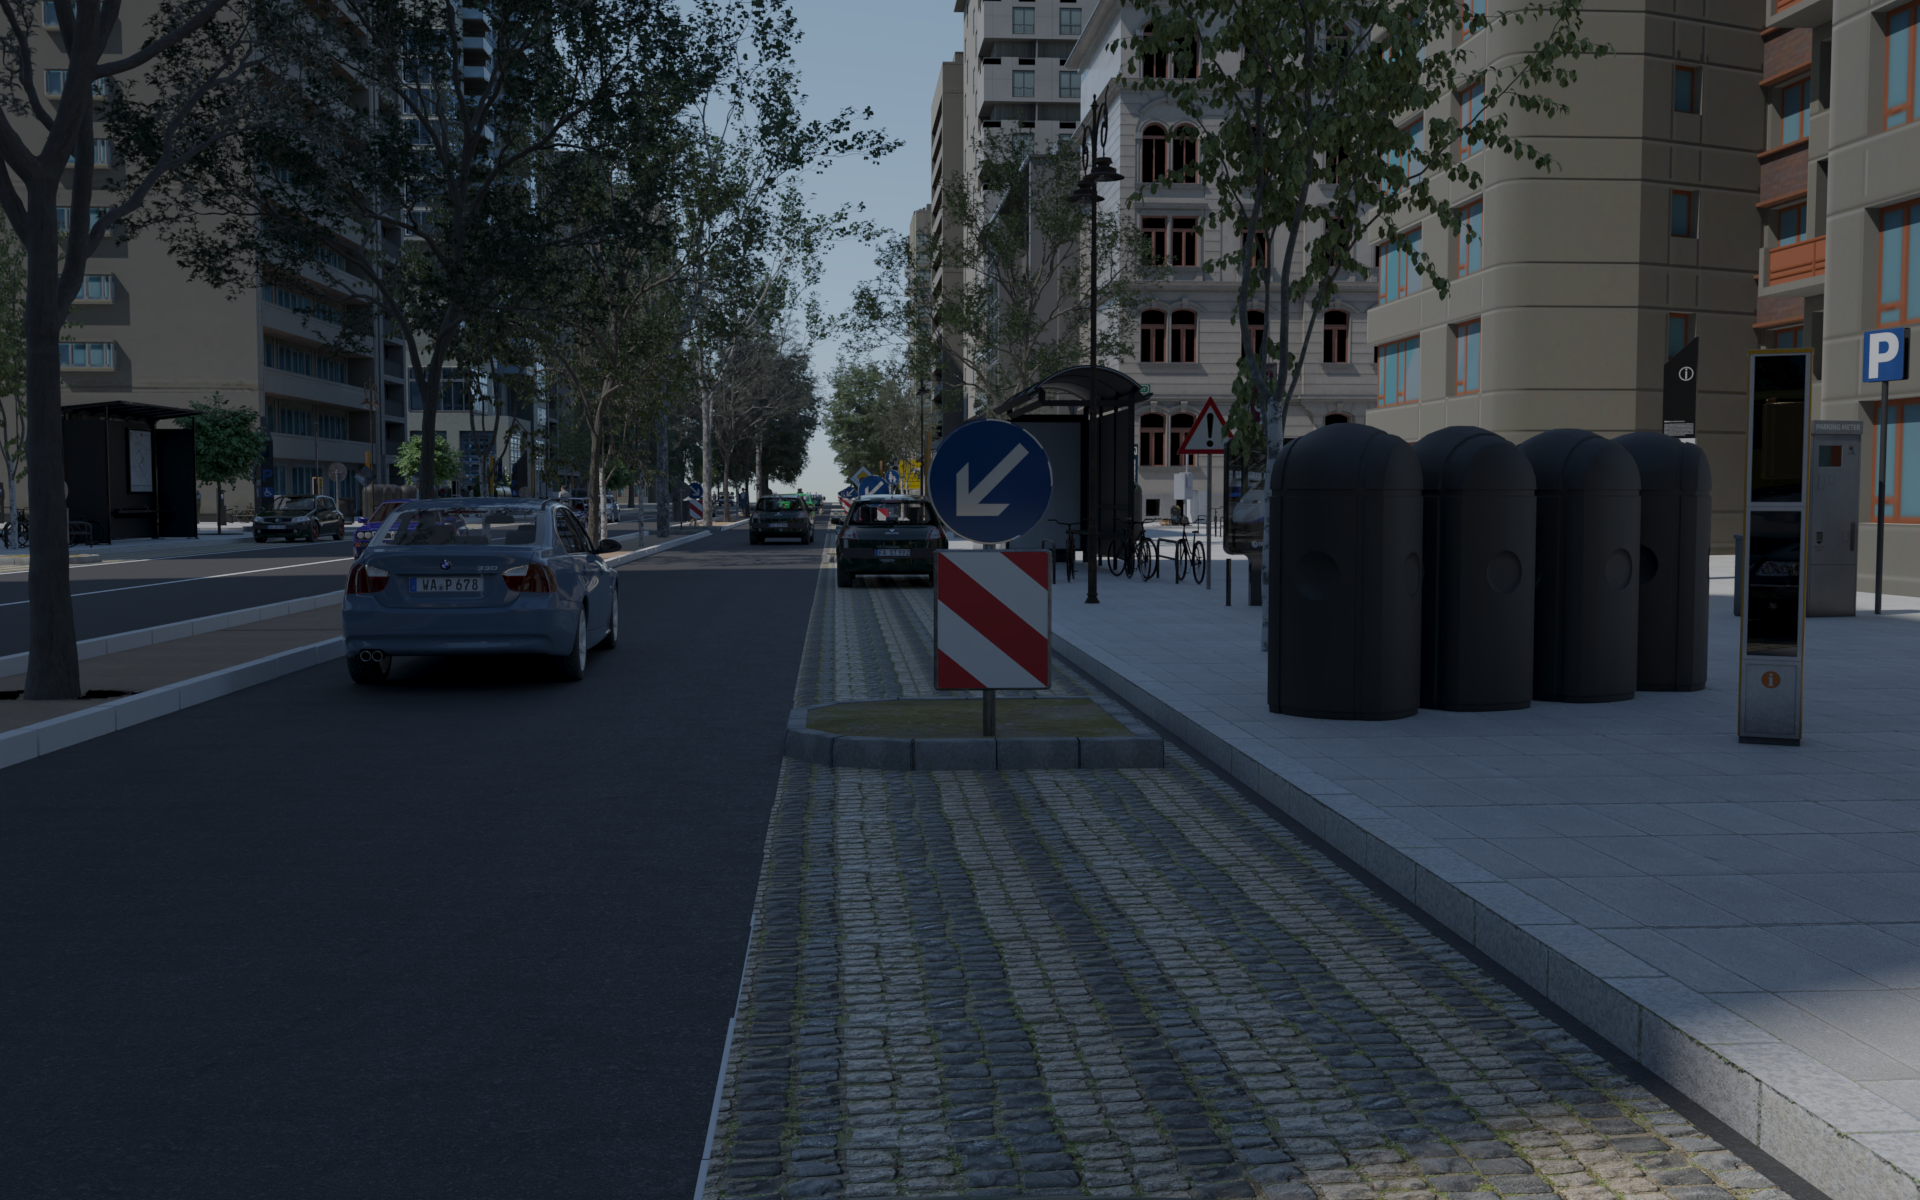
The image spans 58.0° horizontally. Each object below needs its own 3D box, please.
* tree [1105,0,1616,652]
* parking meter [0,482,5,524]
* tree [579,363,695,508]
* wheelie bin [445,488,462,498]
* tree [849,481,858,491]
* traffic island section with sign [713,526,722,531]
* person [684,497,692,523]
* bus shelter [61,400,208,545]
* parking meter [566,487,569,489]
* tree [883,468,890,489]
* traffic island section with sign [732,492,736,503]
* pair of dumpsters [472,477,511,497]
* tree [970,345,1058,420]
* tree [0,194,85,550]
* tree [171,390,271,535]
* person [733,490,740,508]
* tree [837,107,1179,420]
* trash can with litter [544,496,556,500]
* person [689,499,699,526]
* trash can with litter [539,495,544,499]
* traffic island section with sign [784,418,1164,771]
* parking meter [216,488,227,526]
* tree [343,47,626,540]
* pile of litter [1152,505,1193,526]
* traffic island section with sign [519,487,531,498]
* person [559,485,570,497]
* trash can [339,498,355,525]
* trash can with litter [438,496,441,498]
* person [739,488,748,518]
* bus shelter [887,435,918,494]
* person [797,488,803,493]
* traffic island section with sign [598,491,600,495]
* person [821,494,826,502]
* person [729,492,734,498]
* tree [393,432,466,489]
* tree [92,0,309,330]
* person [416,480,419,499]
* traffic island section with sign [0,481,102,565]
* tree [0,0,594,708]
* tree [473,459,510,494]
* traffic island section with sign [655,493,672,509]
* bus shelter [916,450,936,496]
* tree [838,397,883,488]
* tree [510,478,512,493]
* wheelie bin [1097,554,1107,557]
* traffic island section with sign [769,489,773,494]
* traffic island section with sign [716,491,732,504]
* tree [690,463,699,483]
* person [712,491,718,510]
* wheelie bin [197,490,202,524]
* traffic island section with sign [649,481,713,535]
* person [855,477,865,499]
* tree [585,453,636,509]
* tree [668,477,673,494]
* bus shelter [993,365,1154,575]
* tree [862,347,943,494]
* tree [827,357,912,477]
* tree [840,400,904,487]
[{"bbox_3d":[2.760,-3.891,13.981,4.737,8.622,4.395,0,3,0],"label":"tree"},{"bbox_3d":[-41.571,-4.234,74.941,0.399,1.863,0.255,-3,5,-39],"label":"parking meter"},{"bbox_3d":[-30.440,-15.466,159.526,9.857,13.997,8.962,0,3,0],"label":"tree"},{"bbox_3d":[-27.138,-5.197,92.880,0.980,1.594,0.693,0,4,-2],"label":"wheelie bin"},{"bbox_3d":[-12.355,-14.014,212.839,4.285,4.588,4.351,0,3,0],"label":"tree"},{"bbox_3d":[-10.445,-3.700,68.626,2.006,1.907,1.989,0,4,-4],"label":"traffic island section with sign"},{"bbox_3d":[-13.172,-4.598,84.033,0.694,1.780,0.624,2,4,32],"label":"person"},{"bbox_3d":[-22.074,-3.371,46.391,1.731,3.624,6.357,0,4,-4],"label":"bus shelter"},{"bbox_3d":[-30.757,-7.964,135.915,0.399,1.863,0.255,-1,4,-18],"label":"parking meter"},{"bbox_3d":[-5.298,-8.045,126.131,1.663,3.219,1.824,0,3,0],"label":"tree"},{"bbox_3d":[-36.386,-16.427,277.208,1.989,1.847,2.006,0,4,-4],"label":"traffic island section with sign"},{"bbox_3d":[-26.867,-5.917,99.229,1.574,2.255,4.437,0,4,-4],"label":"pair of dumpsters"},{"bbox_3d":[2.581,-8.259,85.398,4.360,8.622,3.978,0,3,0],"label":"tree"},{"bbox_3d":[-21.996,-5.460,39.641,4.737,8.622,4.395,0,3,0],"label":"tree"},{"bbox_3d":[-23.419,-4.335,54.587,4.285,4.588,4.351,0,3,0],"label":"tree"},{"bbox_3d":[-23.177,-10.540,180.968,0.705,1.807,1.348,3,4,36],"label":"person"},{"bbox_3d":[1.027,-6.629,42.803,8.767,10.594,7.601,0,4,3],"label":"tree"},{"bbox_3d":[-26.880,-6.235,113.326,0.624,1.170,1.055,2,4,34],"label":"trash can with litter"},{"bbox_3d":[-11.463,-3.799,74.881,0.640,1.303,0.475,1,4,18],"label":"person"},{"bbox_3d":[-28.384,-6.564,118.370,1.678,1.210,2.233,0,4,6],"label":"trash can with litter"},{"bbox_3d":[0.002,-0.076,9.870,1.989,1.847,2.006,0,4,-4],"label":"traffic island section with sign"},{"bbox_3d":[-29.976,-3.785,70.295,0.372,1.533,0.369,0,3,0],"label":"parking meter"},{"bbox_3d":[-7.815,-4.613,28.247,4.360,8.622,3.978,0,3,0],"label":"tree"},{"bbox_3d":[8.554,-3.416,69.824,1.719,0.858,1.176,0,3,0],"label":"pile of litter"},{"bbox_3d":[-22.894,-5.040,91.038,1.989,1.847,2.006,0,4,-4],"label":"traffic island section with sign"},{"bbox_3d":[-18.575,-4.470,81.435,0.661,1.843,0.795,-3,5,-42],"label":"person"},{"bbox_3d":[-25.471,-3.685,71.903,0.748,1.137,0.748,0,3,0],"label":"trash can"},{"bbox_3d":[-26.633,-4.702,88.273,0.624,1.170,1.055,0,4,-5],"label":"trash can with litter"},{"bbox_3d":[-12.864,-5.785,103.112,0.581,1.822,0.654,2,4,30],"label":"person"},{"bbox_3d":[-3.721,-8.338,113.951,2.179,5.291,8.768,0,4,-4],"label":"bus shelter"},{"bbox_3d":[-10.611,-6.504,114.823,0.580,1.828,0.573,3,4,39],"label":"person"},{"bbox_3d":[-24.844,-6.685,117.922,1.989,1.847,2.006,0,4,-4],"label":"traffic island section with sign"},{"bbox_3d":[-19.935,-14.707,252.147,0.799,1.438,0.628,0,4,-4],"label":"person"},{"bbox_3d":[-34.109,-15.134,255.943,1.348,1.824,0.705,1,4,18],"label":"person"},{"bbox_3d":[-25.129,-5.993,81.699,4.285,4.588,4.351,0,3,0],"label":"tree"},{"bbox_3d":[-7.035,-5.216,22.159,8.767,10.594,7.601,0,4,-4],"label":"tree"},{"bbox_3d":[-14.929,-2.423,48.218,0.850,1.850,0.679,0,4,5],"label":"person"},{"bbox_3d":[-18.877,-1.649,35.592,1.989,1.847,2.006,0,4,-4],"label":"traffic island section with sign"},{"bbox_3d":[-6.396,-6.057,11.866,12.009,13.543,11.850,0,3,0],"label":"tree"},{"bbox_3d":[-25.502,-6.065,93.759,1.663,3.219,1.824,0,3,0],"label":"tree"},{"bbox_3d":[-28.463,-9.744,167.936,1.989,1.847,2.006,0,4,-4],"label":"traffic island section with sign"},{"bbox_3d":[-0.934,-5.241,79.620,2.014,3.302,5.546,0,4,-4],"label":"bus shelter"},{"bbox_3d":[-10.630,-17.395,202.536,7.486,12.596,7.792,0,3,0],"label":"tree"},{"bbox_3d":[-29.894,-7.249,113.123,1.663,3.219,1.824,0,3,0],"label":"tree"},{"bbox_3d":[3.048,-1.673,35.265,0.693,1.594,0.980,0,4,6],"label":"wheelie bin"},{"bbox_3d":[-15.884,-8.283,143.568,2.006,1.907,1.989,0,4,-4],"label":"traffic island section with sign"},{"bbox_3d":[-34.425,-14.783,250.324,1.989,1.847,2.006,0,4,-4],"label":"traffic island section with sign"},{"bbox_3d":[-41.334,-23.558,302.185,9.611,12.733,9.660,0,3,0],"label":"tree"},{"bbox_3d":[-21.767,-8.805,153.386,0.541,1.710,0.530,3,5,41],"label":"person"},{"bbox_3d":[-33.097,-4.078,74.582,0.693,1.594,0.980,1,4,22],"label":"wheelie bin"},{"bbox_3d":[-9.920,-3.248,61.238,2.006,1.907,1.989,0,4,-4],"label":"traffic island section with sign"},{"bbox_3d":[-2.127,-1.808,38.251,0.419,1.800,0.721,-1,4,-8],"label":"person"},{"bbox_3d":[-29.829,-10.160,149.833,4.285,4.588,4.351,0,3,0],"label":"tree"},{"bbox_3d":[-33.117,-12.402,197.374,1.663,3.219,1.824,0,3,0],"label":"tree"},{"bbox_3d":[1.824,-2.201,29.904,2.014,3.302,5.546,0,4,-4],"label":"bus shelter"},{"bbox_3d":[-2.860,-8.316,86.327,4.360,8.622,3.978,0,3,0],"label":"tree"},{"bbox_3d":[-8.205,-15.498,160.051,9.857,13.997,8.962,0,3,0],"label":"tree"},{"bbox_3d":[-6.067,-11.147,132.613,4.737,8.622,4.395,0,3,0],"label":"tree"}]
